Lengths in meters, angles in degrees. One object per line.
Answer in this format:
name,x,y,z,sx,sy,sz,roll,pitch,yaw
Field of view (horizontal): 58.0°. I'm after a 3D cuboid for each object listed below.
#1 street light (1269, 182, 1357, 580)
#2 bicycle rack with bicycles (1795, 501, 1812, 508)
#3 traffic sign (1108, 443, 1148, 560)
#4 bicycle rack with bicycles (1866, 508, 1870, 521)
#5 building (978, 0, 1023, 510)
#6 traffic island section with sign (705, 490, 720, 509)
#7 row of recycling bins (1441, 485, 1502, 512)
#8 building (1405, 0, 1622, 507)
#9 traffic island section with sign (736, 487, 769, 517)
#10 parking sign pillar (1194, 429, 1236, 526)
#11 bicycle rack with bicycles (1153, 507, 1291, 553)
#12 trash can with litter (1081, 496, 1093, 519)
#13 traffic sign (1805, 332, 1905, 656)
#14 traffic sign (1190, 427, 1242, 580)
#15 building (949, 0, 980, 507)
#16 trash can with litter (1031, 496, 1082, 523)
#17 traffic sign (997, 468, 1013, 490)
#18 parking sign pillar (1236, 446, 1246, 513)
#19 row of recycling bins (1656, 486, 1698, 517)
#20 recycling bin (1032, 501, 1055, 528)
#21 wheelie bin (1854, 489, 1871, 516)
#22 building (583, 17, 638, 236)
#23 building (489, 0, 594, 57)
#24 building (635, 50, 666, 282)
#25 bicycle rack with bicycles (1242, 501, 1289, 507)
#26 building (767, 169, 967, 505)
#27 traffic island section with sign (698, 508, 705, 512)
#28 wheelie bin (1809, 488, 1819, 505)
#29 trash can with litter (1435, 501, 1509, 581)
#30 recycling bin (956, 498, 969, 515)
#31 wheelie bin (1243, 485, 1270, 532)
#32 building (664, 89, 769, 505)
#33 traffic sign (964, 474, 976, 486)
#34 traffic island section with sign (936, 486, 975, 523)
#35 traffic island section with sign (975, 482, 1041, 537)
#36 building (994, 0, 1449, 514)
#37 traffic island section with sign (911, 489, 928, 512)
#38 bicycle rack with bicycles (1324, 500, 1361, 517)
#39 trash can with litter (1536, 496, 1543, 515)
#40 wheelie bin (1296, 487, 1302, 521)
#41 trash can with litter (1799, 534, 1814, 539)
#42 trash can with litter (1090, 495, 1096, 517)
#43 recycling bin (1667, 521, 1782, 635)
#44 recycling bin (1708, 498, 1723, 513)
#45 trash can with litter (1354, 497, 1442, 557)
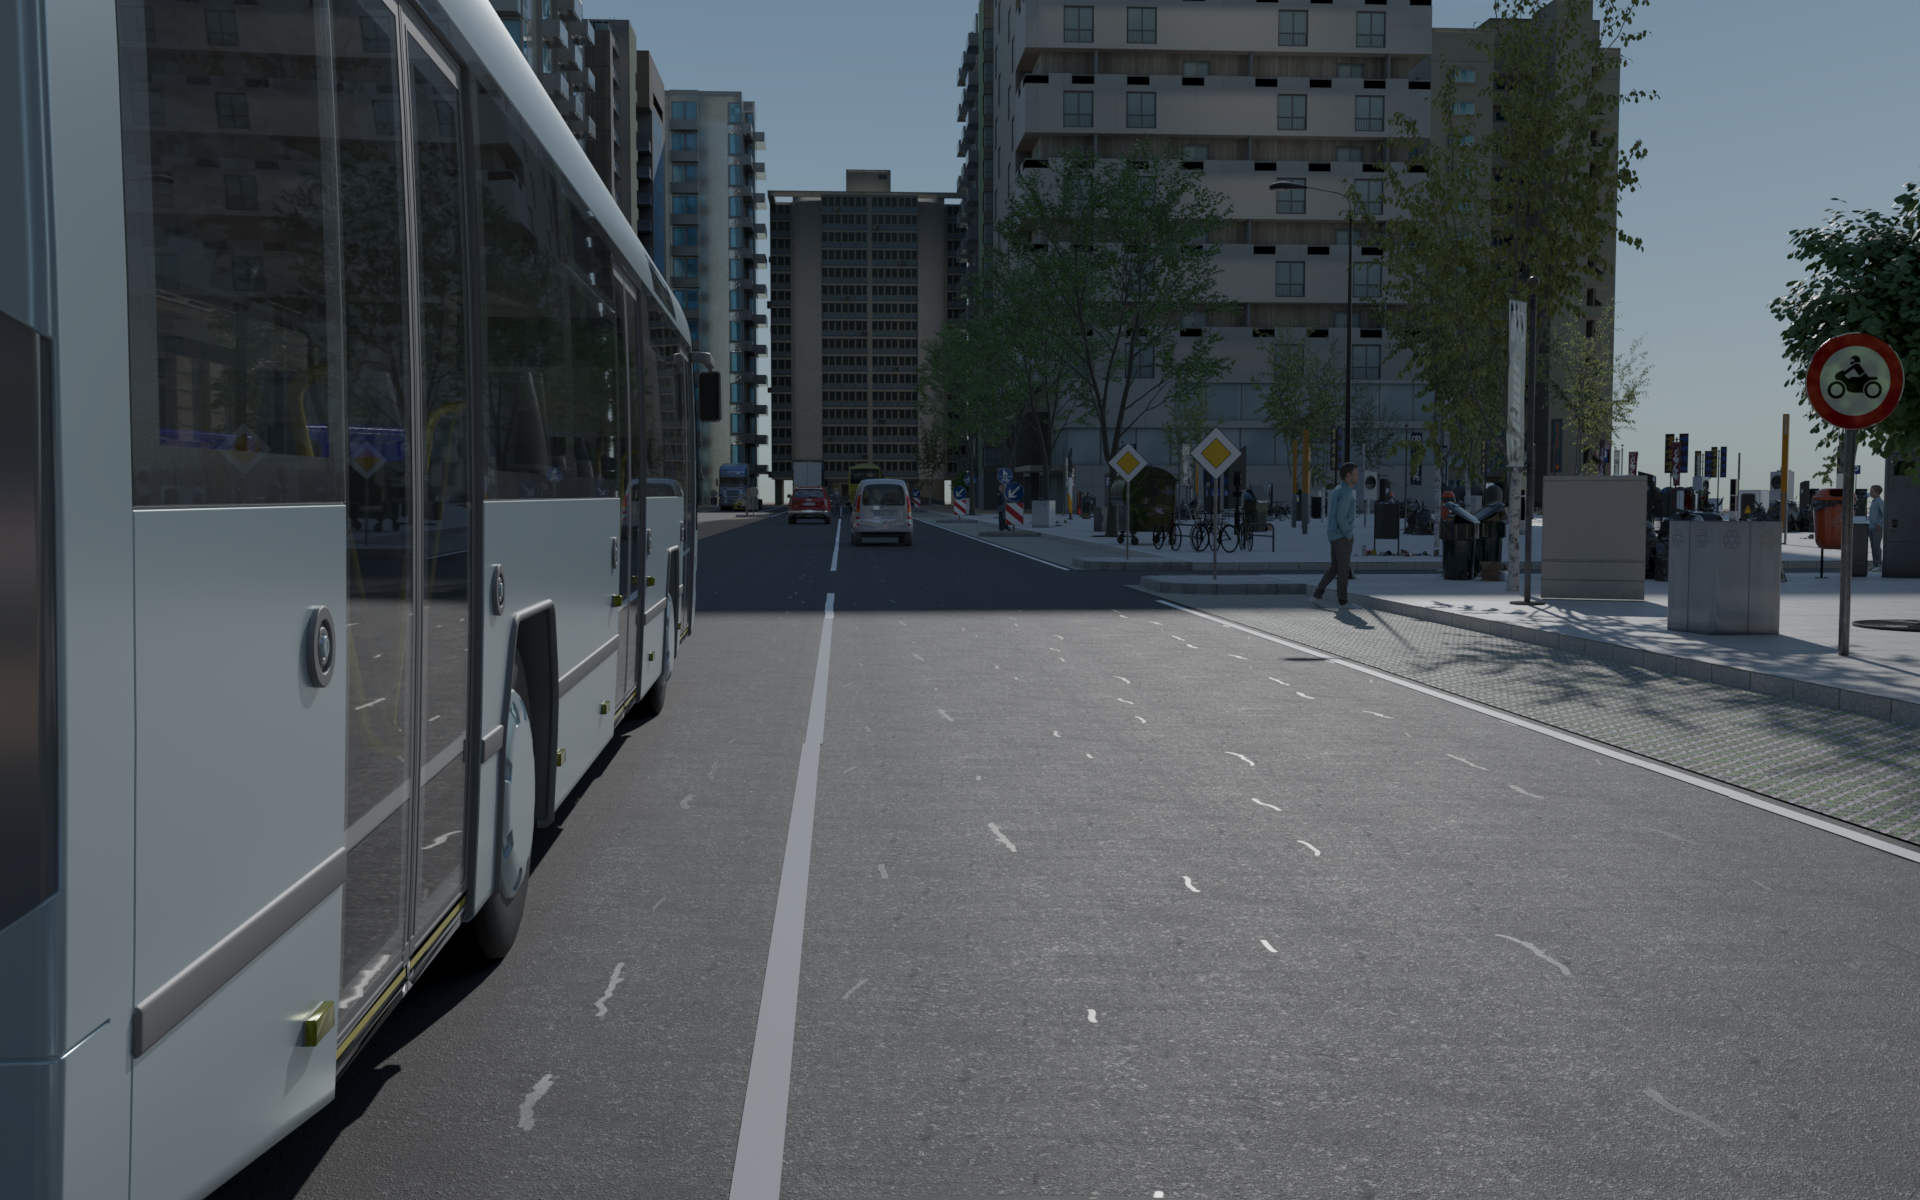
street light,5.294,-3.268,25.965,1.470,5.913,1.316,0,4,-4
bicycle rack with bicycles,54.454,-5.840,108.863,2.925,0.926,2.852,-2,4,-32
traffic sign,3.280,-1.850,33.883,0.795,2.450,0.064,0,4,-4
bicycle rack with bicycles,45.322,-4.332,84.215,2.852,0.926,2.925,2,4,33
building,8.411,-28.179,144.318,14.154,41.232,14.086,0,4,-4
traffic island section with sign,-22.955,-9.376,161.924,1.989,1.847,2.006,0,4,-4
row of recycling bins,23.866,-4.514,80.909,1.069,1.692,3.534,-2,4,-29
building,54.072,-33.709,174.836,21.600,48.544,21.300,0,4,-4
traffic island section with sign,-12.912,-6.098,107.839,2.006,1.907,1.989,0,4,-4
parking sign pillar,10.355,-5.059,71.179,1.447,3.967,1.447,0,4,-4
bicycle rack with bicycles,5.807,-1.558,38.855,2.852,0.926,2.925,-1,4,-10
trash can with litter,6.590,-4.775,89.461,0.624,1.170,1.055,0,4,0
traffic sign,7.029,-0.831,13.701,0.768,2.556,0.104,0,4,2
traffic sign,3.818,-1.362,25.916,0.795,2.450,0.064,0,4,-4
building,11.273,-33.452,166.552,23.786,49.044,30.456,0,4,-4
trash can with litter,3.994,-3.972,76.007,2.233,1.210,1.678,-1,4,-8
traffic sign,2.236,-5.249,85.932,0.768,2.556,0.104,0,4,1
parking sign pillar,15.237,-6.575,95.980,1.447,3.967,1.447,-2,4,-33
row of recycling bins,41.019,-5.743,101.011,3.534,1.692,1.069,1,4,12
recycling bin,3.205,-3.292,66.377,0.722,1.027,0.722,2,4,24
wheelie bin,52.235,-5.654,100.344,0.980,1.594,0.693,1,4,21
building,-34.676,-28.191,144.510,14.154,41.232,14.086,0,4,-4
building,-37.964,-30.713,121.770,23.786,49.044,30.456,0,4,-4
building,-37.080,-31.942,172.358,14.200,45.320,14.600,0,4,-4
bicycle rack with bicycles,14.201,-4.215,82.292,2.925,0.926,2.852,-1,4,-19
building,-11.111,-31.692,210.052,23.993,40.220,32.217,0,4,-4
traffic island section with sign,-21.098,-7.696,134.457,1.989,1.847,2.006,0,4,-4
wheelie bin,46.771,-5.314,94.789,0.980,1.594,0.693,-1,4,-18
trash can with litter,7.702,-0.885,25.860,1.055,1.170,0.624,2,4,34
recycling bin,0.204,-5.714,105.975,0.722,1.027,0.722,-1,4,-16
wheelie bin,10.001,-3.107,58.711,0.980,1.594,0.693,-3,4,-36
building,-38.034,-35.768,204.423,30.456,49.044,23.786,0,4,-4
traffic sign,0.636,-6.614,108.247,0.768,2.556,0.104,0,4,4
traffic island section with sign,-0.170,-4.706,85.573,1.989,1.847,2.006,0,4,-4
traffic island section with sign,1.647,-3.051,58.505,1.989,1.847,2.006,0,4,-4
building,16.855,-32.678,123.518,28.713,52.752,27.495,0,4,-4
traffic island section with sign,-3.554,-7.759,135.486,1.989,1.847,2.006,0,4,-4
bicycle rack with bicycles,20.670,-5.139,97.404,2.852,0.926,2.925,-3,4,-37
trash can with litter,35.598,-5.706,104.349,2.233,1.210,1.678,3,4,39
wheelie bin,16.197,-4.567,82.578,0.693,1.594,0.980,0,4,8
trash can with litter,24.902,-2.367,49.755,2.233,1.210,1.678,-1,4,-23
trash can with litter,7.187,-5.204,96.150,1.678,1.210,2.233,-2,4,-34
recycling bin,7.099,-0.217,16.100,0.722,1.027,0.722,-1,4,-12
recycling bin,46.951,-5.819,107.699,0.722,1.027,0.722,3,5,41
trash can with litter,9.193,-1.515,35.832,2.233,1.210,1.678,2,4,28
